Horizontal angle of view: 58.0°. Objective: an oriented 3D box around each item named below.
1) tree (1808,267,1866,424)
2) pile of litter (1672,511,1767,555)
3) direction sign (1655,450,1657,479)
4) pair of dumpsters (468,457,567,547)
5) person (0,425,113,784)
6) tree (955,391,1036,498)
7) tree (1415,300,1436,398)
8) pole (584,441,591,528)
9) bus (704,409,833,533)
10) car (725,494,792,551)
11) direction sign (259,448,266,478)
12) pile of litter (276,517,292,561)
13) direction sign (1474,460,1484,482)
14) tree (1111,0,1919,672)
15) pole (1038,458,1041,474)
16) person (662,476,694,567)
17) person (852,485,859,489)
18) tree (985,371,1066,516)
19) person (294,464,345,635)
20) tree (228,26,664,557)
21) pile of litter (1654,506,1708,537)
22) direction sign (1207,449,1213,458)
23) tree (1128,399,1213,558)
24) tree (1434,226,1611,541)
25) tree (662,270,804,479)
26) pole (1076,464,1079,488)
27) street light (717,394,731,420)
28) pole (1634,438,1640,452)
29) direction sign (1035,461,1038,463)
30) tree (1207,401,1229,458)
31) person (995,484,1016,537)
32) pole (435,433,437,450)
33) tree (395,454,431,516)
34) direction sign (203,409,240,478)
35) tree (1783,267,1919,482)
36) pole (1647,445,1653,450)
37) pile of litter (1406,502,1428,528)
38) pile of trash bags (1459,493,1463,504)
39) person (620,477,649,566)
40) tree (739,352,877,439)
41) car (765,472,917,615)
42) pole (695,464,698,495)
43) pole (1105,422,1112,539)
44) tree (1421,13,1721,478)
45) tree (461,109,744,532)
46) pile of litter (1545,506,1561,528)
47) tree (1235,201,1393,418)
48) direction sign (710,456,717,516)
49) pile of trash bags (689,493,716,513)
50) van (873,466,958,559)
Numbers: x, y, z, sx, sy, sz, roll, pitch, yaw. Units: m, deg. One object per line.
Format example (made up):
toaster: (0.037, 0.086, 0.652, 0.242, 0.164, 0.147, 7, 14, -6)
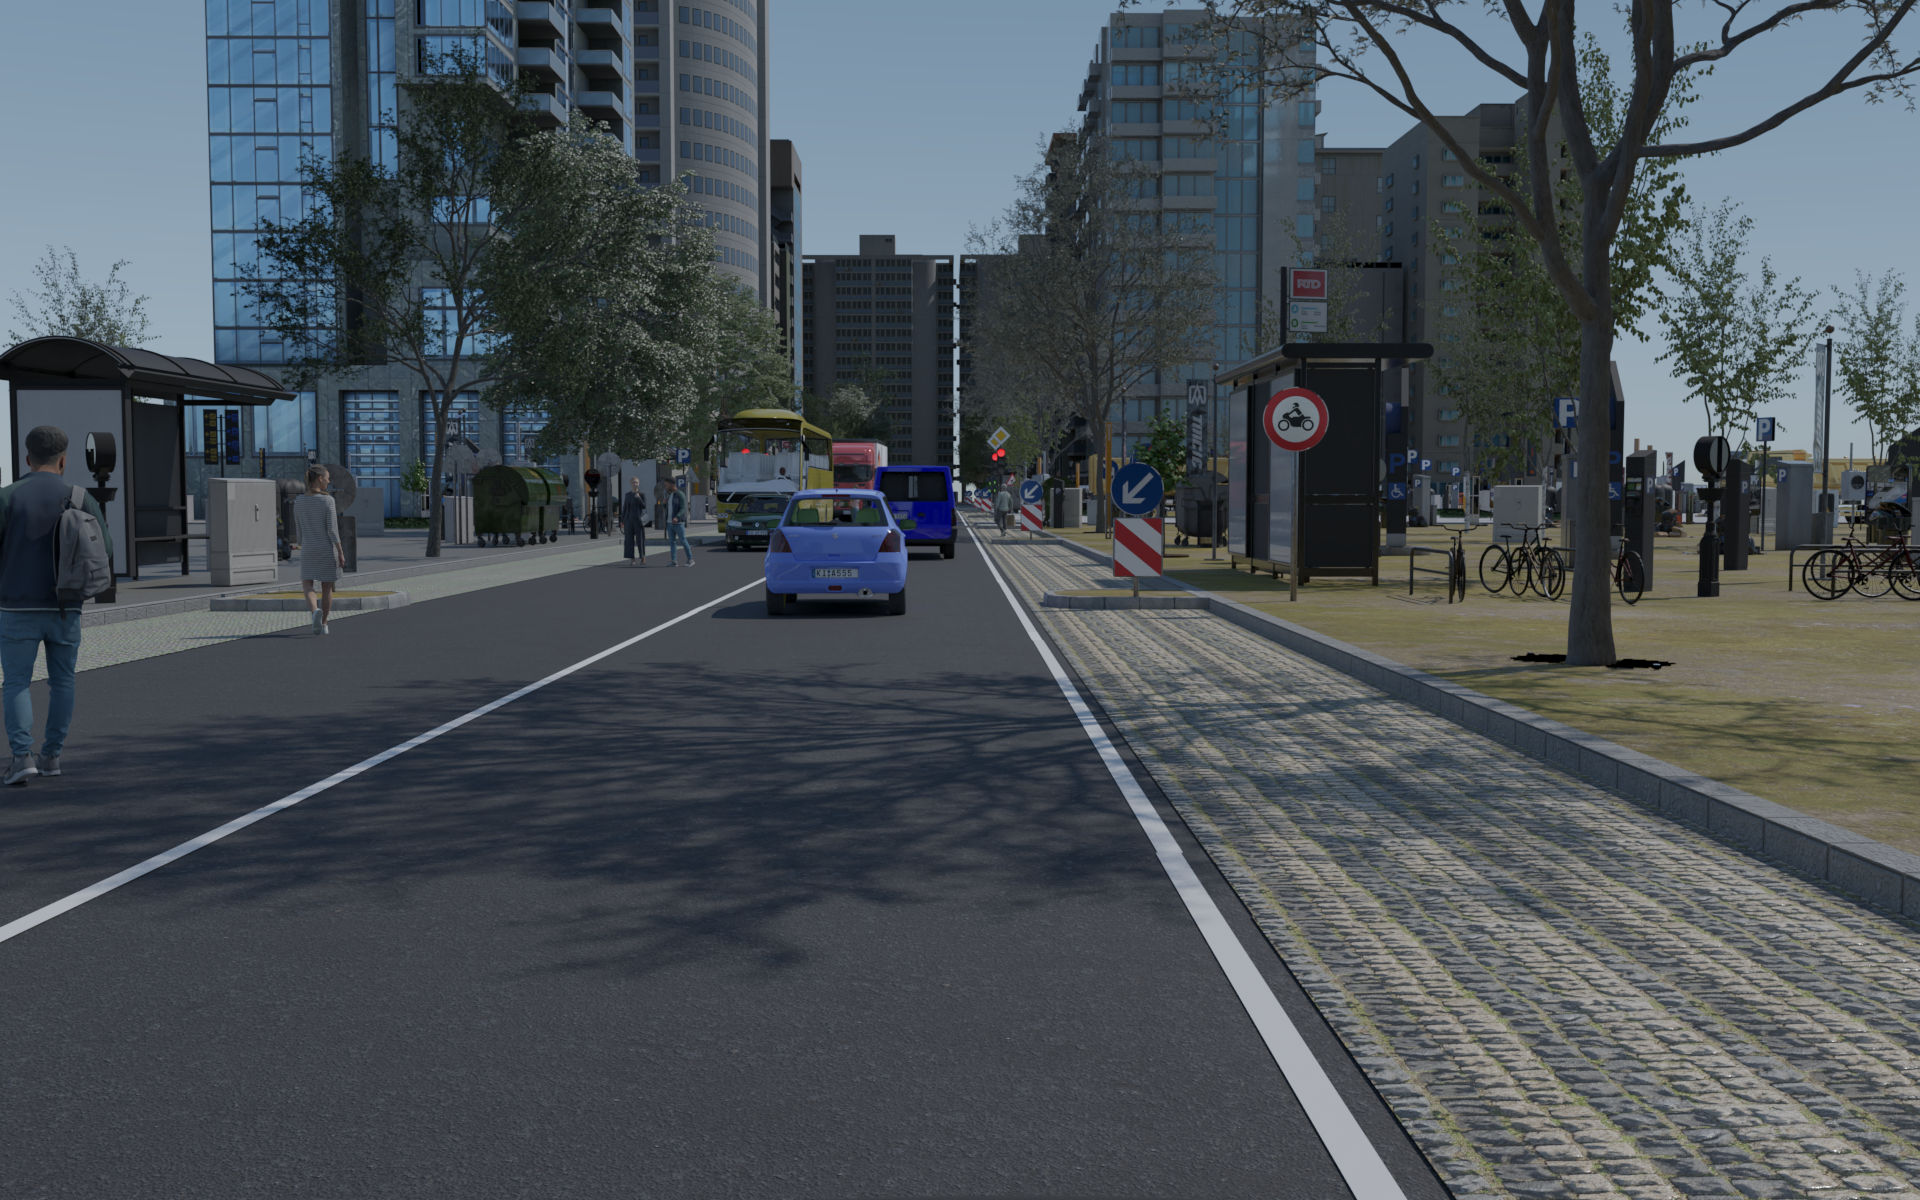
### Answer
tree: (18.893, -5.651, 42.752, 4.737, 8.622, 4.395, 0, 3, 0)
pile of litter: (16.262, -1.405, 36.935, 1.719, 0.858, 1.176, 2, 4, 31)
direction sign: (35.393, -5.930, 88.947, 0.876, 3.537, 0.379, -1, 4, -19)
pair of dumpsters: (-11.117, -2.514, 43.590, 1.574, 2.255, 4.437, 0, 4, 0)
person: (-4.640, 0.005, 8.764, 0.721, 1.781, 0.623, 3, 5, 40)
tree: (3.023, -13.043, 147.668, 7.601, 10.594, 8.767, 0, 3, 0)
tree: (16.719, -6.463, 56.026, 4.360, 8.622, 3.978, 0, 3, 0)
pole: (-14.040, -4.368, 65.252, 0.158, 3.312, 0.155, 0, 3, 0)
bus: (-5.617, -3.803, 53.730, 2.896, 3.916, 12.252, 0, 4, 0)
car: (-4.973, -2.134, 44.673, 2.009, 1.686, 4.222, 0, 4, 1)
direction sign: (-34.142, -5.679, 84.841, 0.379, 3.537, 0.876, 0, 4, -6)
pile of litter: (-13.521, -1.189, 33.401, 1.176, 0.858, 1.719, 0, 4, 7)
direction sign: (34.926, -7.621, 116.598, 0.876, 3.537, 0.379, -2, 4, -33)
tree: (4.653, -6.251, 12.568, 12.009, 13.543, 11.850, 0, 3, 0)
pole: (4.434, -6.292, 96.716, 0.158, 3.312, 0.155, 0, 3, 0)
person: (-5.615, -1.550, 34.190, 0.623, 1.781, 0.721, 2, 4, 31)
person: (-3.539, -3.098, 59.743, 0.643, 1.750, 0.593, 0, 4, 2)
tree: (3.762, -9.144, 99.863, 4.737, 8.622, 4.395, 0, 3, 0)
person: (-6.490, -0.509, 17.567, 0.466, 1.731, 0.760, -2, 4, -27)
tree: (-10.481, -6.140, 34.799, 7.601, 10.594, 8.767, 2, 4, 35)
pile of litter: (21.011, -2.286, 51.342, 1.176, 0.858, 1.719, -3, 5, -40)
direction sign: (12.418, -5.787, 86.620, 0.876, 3.537, 0.379, 1, 4, 18)
tree: (4.288, -2.481, 35.166, 1.663, 3.219, 1.824, 0, 3, 0)
tree: (16.025, -5.962, 47.836, 4.360, 8.622, 3.978, 0, 3, 0)
tree: (-11.724, -10.406, 88.266, 7.486, 12.596, 7.792, 0, 3, 0)
pole: (7.880, -7.470, 115.970, 0.158, 3.312, 0.155, 0, 3, 0)
street light: (-10.851, -6.541, 79.739, 0.468, 5.910, 1.993, 0, 4, 0)
pole: (24.809, -4.264, 63.563, 0.158, 3.312, 0.155, 0, 3, 0)
direction sign: (5.273, -7.828, 119.989, 0.379, 3.537, 0.876, 1, 4, 19)
tree: (20.387, -11.203, 133.538, 4.360, 8.622, 3.978, 0, 3, 0)
person: (1.539, -2.998, 58.010, 0.782, 1.767, 0.515, -3, 5, -42)
pole: (-17.328, -3.896, 57.547, 0.158, 3.312, 0.155, 0, 3, 0)
tree: (-25.720, -5.367, 82.357, 1.663, 3.219, 1.824, 0, 3, 0)
direction sign: (-19.723, -3.322, 46.316, 0.876, 3.537, 0.379, -1, 4, -22)
tree: (29.915, -6.458, 55.953, 4.737, 8.622, 4.395, 0, 3, 0)
pole: (28.771, -4.800, 72.322, 0.158, 3.312, 0.155, 0, 3, 0)
pile of litter: (17.302, -3.230, 66.780, 1.719, 0.858, 1.176, 0, 4, -6)
pile of trash bags: (42.111, -7.992, 140.418, 3.447, 1.369, 1.912, 0, 4, 5)
person: (-6.556, -1.588, 34.880, 0.576, 1.772, 0.534, 0, 4, -7)
tree: (-11.336, -10.852, 111.849, 8.767, 10.594, 7.601, -3, 5, -42)
car: (-1.510, -0.750, 21.861, 1.945, 1.707, 3.694, 0, 4, -2)
pole: (-15.110, -6.452, 99.328, 0.158, 3.312, 0.155, 0, 3, 0)
pole: (4.227, -3.393, 49.311, 0.158, 3.312, 0.155, 0, 3, 0)
tree: (9.449, -4.645, 26.306, 4.737, 8.622, 4.395, 0, 3, 0)
tree: (-11.935, -9.252, 57.928, 9.857, 13.997, 8.962, 0, 3, 0)
pile of litter: (22.526, -3.158, 65.595, 1.176, 0.858, 1.719, 3, 4, 36)
tree: (9.093, -5.753, 44.426, 4.360, 8.622, 3.978, 0, 3, 0)
direction sign: (-14.309, -6.759, 102.503, 0.876, 3.537, 0.379, -1, 4, -12)
pile of trash bags: (-17.312, -6.675, 118.889, 1.912, 1.369, 3.447, -3, 4, -36)
van: (-1.104, -2.175, 39.945, 2.240, 2.365, 5.245, 0, 4, -2)
